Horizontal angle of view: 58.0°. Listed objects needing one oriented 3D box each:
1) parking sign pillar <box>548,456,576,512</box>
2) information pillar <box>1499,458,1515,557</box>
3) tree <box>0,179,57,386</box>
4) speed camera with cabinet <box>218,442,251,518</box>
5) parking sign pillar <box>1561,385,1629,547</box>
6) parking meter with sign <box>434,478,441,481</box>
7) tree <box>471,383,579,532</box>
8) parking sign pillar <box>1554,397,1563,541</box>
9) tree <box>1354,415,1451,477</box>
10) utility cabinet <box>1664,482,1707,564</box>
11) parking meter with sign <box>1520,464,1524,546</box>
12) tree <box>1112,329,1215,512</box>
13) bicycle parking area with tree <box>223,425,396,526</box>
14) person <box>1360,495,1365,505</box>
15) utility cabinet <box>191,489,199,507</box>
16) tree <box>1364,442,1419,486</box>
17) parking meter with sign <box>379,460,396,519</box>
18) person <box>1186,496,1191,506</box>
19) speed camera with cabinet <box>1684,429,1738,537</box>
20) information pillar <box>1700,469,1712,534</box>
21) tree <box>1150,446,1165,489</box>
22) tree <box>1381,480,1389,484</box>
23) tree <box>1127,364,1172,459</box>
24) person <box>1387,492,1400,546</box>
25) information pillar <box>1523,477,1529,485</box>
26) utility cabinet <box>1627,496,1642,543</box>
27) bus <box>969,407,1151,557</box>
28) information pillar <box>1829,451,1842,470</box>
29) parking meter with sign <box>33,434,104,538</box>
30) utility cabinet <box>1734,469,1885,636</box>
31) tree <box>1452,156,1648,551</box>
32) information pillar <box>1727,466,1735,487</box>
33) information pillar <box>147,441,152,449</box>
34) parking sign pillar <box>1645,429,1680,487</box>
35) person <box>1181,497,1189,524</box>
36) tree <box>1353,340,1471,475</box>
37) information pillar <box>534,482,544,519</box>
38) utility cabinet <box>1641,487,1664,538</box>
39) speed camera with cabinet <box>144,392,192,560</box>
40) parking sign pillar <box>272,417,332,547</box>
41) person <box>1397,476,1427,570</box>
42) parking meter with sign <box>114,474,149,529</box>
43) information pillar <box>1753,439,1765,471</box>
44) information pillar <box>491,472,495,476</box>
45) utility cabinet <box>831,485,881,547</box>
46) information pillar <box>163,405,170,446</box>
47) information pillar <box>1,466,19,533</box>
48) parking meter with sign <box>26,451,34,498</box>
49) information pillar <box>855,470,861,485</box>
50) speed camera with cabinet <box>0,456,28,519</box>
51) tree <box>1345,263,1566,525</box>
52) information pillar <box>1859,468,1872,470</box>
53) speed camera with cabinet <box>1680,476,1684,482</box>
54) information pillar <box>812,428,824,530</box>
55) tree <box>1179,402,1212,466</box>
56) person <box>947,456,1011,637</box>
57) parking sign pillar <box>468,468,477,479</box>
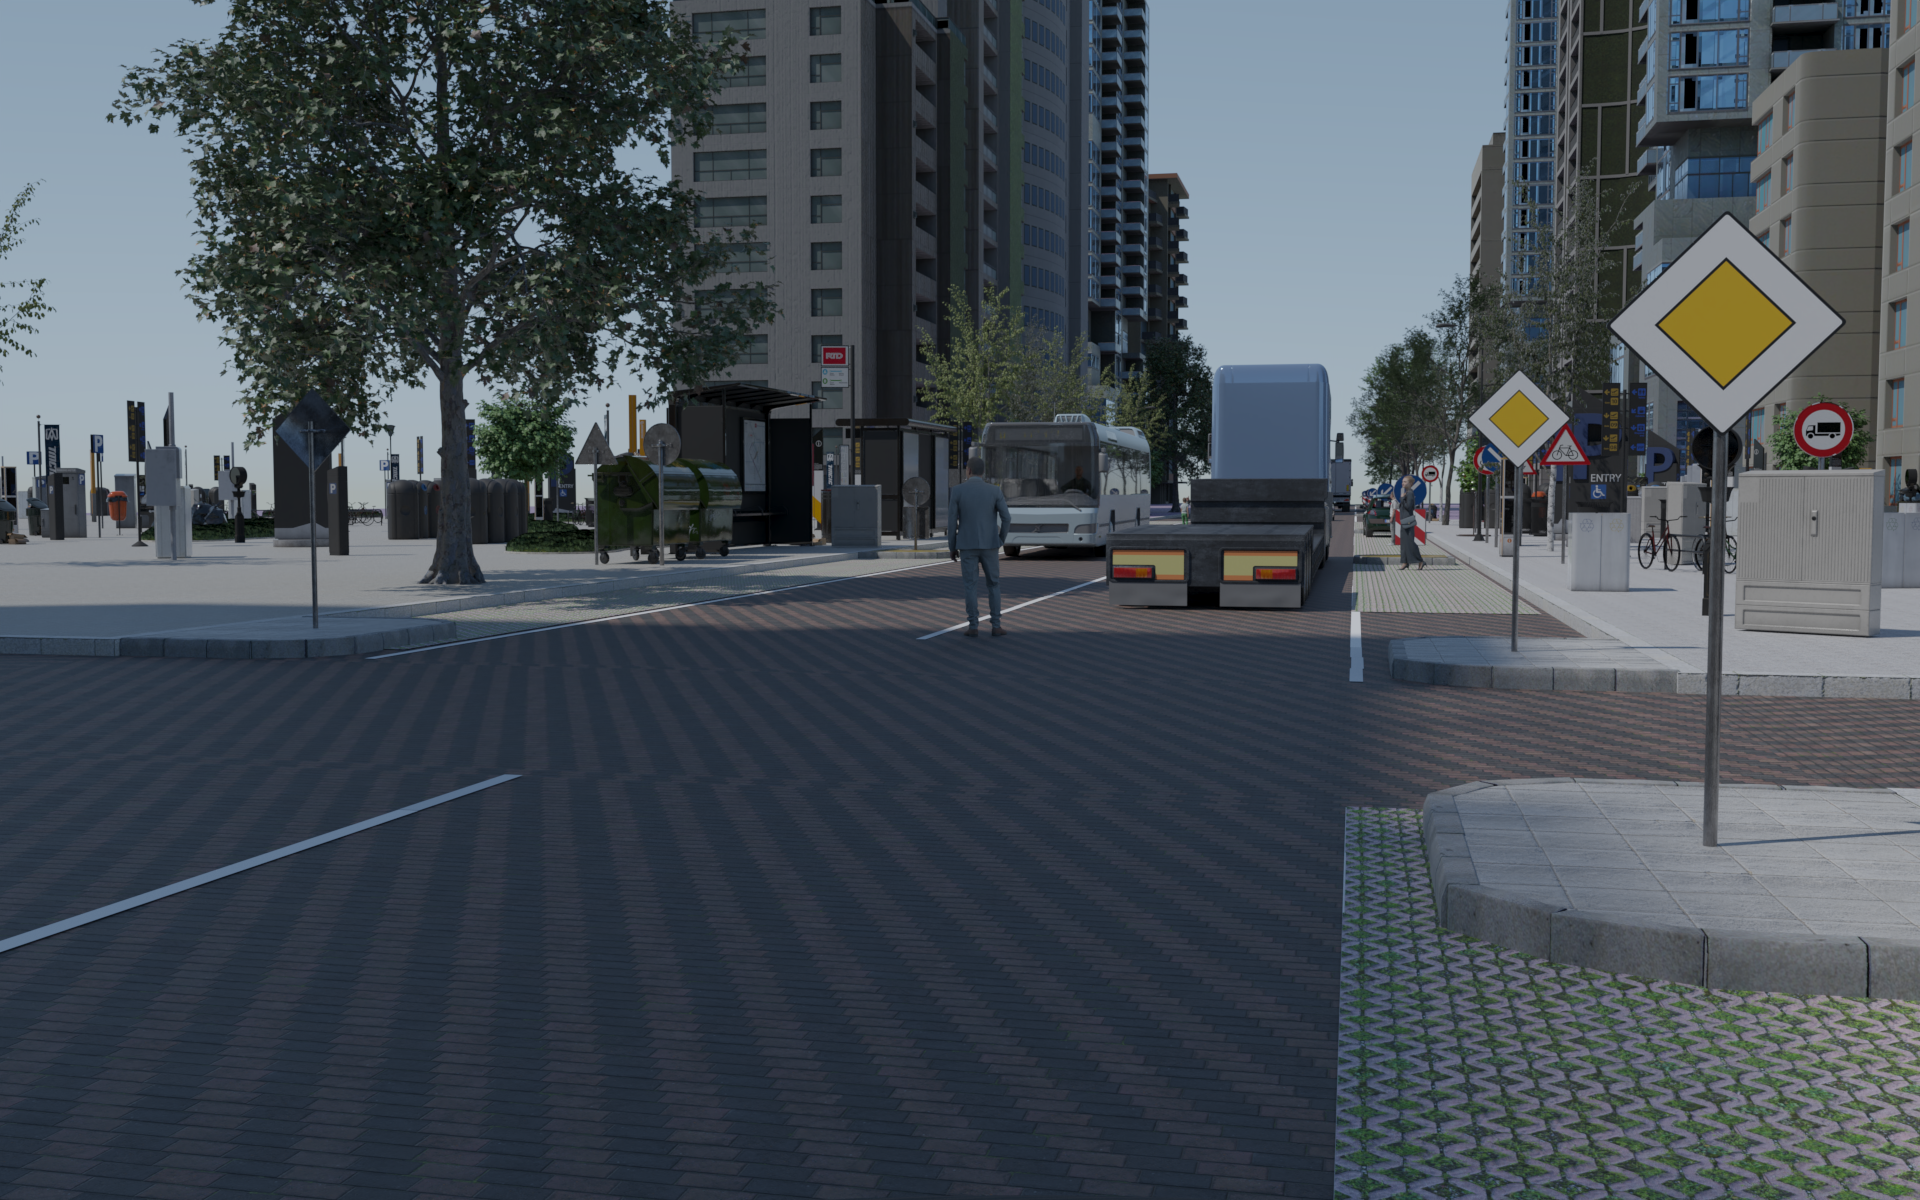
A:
[{"bbox_3d":[-19.485,-5.889,84.764,1.447,3.967,1.447,-2,4,-27],"label":"parking sign pillar"},{"bbox_3d":[11.171,-1.882,35.255,0.304,2.012,0.304,0,4,7],"label":"information pillar"},{"bbox_3d":[-18.670,-4.922,30.833,4.737,8.622,4.395,0,3,0],"label":"tree"},{"bbox_3d":[-27.881,-4.417,66.551,0.660,3.252,2.038,0,4,-5],"label":"speed camera with cabinet"},{"bbox_3d":[15.415,-3.260,41.771,1.447,3.967,1.447,1,4,22],"label":"parking sign pillar"},{"bbox_3d":[-24.730,-5.287,82.708,1.738,3.016,0.543,2,4,29],"label":"parking meter with sign"},{"bbox_3d":[-12.578,-4.051,49.948,4.285,4.588,4.351,0,3,0],"label":"tree"},{"bbox_3d":[17.076,-3.633,47.874,1.447,3.967,1.447,2,4,30],"label":"parking sign pillar"},{"bbox_3d":[44.357,-16.058,172.925,12.009,13.543,11.850,0,3,0],"label":"tree"},{"bbox_3d":[13.241,-1.399,31.551,0.318,1.500,1.173,3,5,42],"label":"utility cabinet"},{"bbox_3d":[13.779,-2.867,43.144,0.543,3.016,1.738,1,4,19],"label":"parking meter with sign"},{"bbox_3d":[15.029,-12.485,121.137,9.611,12.733,9.660,0,3,0],"label":"tree"},{"bbox_3d":[-25.909,-5.267,73.112,9.016,4.147,8.231,-3,5,-45],"label":"bicycle parking area with tree"},{"bbox_3d":[50.459,-12.672,216.422,1.217,1.736,0.721,-1,4,-23],"label":"person"},{"bbox_3d":[-36.776,-4.516,82.522,1.173,1.500,0.318,2,4,28],"label":"utility cabinet"},{"bbox_3d":[56.653,-18.843,226.203,7.486,12.596,7.792,0,3,0],"label":"tree"},{"bbox_3d":[-29.238,-5.693,89.349,0.543,3.016,1.738,1,4,10],"label":"parking meter with sign"},{"bbox_3d":[5.615,-1.995,41.298,0.466,1.800,0.511,0,4,0],"label":"person"},{"bbox_3d":[23.238,-3.567,52.651,2.038,3.252,0.660,2,4,32],"label":"speed camera with cabinet"},{"bbox_3d":[16.199,-2.013,37.400,0.304,2.012,0.304,-2,4,-26],"label":"information pillar"},{"bbox_3d":[11.028,-7.458,105.658,4.285,4.588,4.351,0,3,0],"label":"tree"},{"bbox_3d":[52.629,-13.491,215.171,1.663,3.219,1.824,0,3,0],"label":"tree"},{"bbox_3d":[9.739,-9.077,98.766,4.737,8.622,4.395,0,3,0],"label":"tree"},{"bbox_3d":[12.053,-2.261,48.059,0.523,1.515,0.503,0,4,-7],"label":"person"},{"bbox_3d":[24.575,-4.344,75.518,0.304,2.012,0.304,2,4,35],"label":"information pillar"},{"bbox_3d":[17.440,-2.116,45.766,1.020,1.237,0.306,1,4,12],"label":"utility cabinet"},{"bbox_3d":[2.794,-2.914,42.503,2.948,3.499,13.247,1,4,11],"label":"bus"},{"bbox_3d":[26.722,-3.763,52.872,0.504,3.616,0.183,-2,4,-28],"label":"information pillar"},{"bbox_3d":[-26.039,-3.332,50.733,1.738,3.016,0.543,0,4,4],"label":"parking meter with sign"},{"bbox_3d":[7.767,-0.440,15.869,0.318,1.500,1.173,-3,5,-44],"label":"utility cabinet"},{"bbox_3d":[13.277,-5.406,38.743,4.360,8.622,3.978,0,3,0],"label":"tree"},{"bbox_3d":[36.906,-5.599,82.903,0.183,3.616,0.504,0,4,-4],"label":"information pillar"},{"bbox_3d":[-35.527,-5.178,76.012,0.183,3.616,0.504,-3,5,-40],"label":"information pillar"},{"bbox_3d":[29.027,-5.084,71.596,1.447,3.967,1.447,3,5,42],"label":"parking sign pillar"},{"bbox_3d":[8.760,-3.347,67.471,0.306,1.304,0.590,0,4,6],"label":"person"},{"bbox_3d":[30.310,-11.648,116.203,9.928,11.665,9.643,0,3,0],"label":"tree"},{"bbox_3d":[-14.994,-3.497,61.675,0.304,2.012,0.304,-1,4,-16],"label":"information pillar"},{"bbox_3d":[20.474,-2.552,50.397,1.173,1.500,0.318,0,4,5],"label":"utility cabinet"},{"bbox_3d":[-15.691,-2.445,34.310,0.660,3.252,2.038,-1,4,-17],"label":"speed camera with cabinet"},{"bbox_3d":[-16.005,-3.285,42.179,1.447,3.967,1.447,-1,4,-10],"label":"parking sign pillar"},{"bbox_3d":[8.413,-1.433,32.352,0.534,1.772,0.576,-1,4,-10],"label":"person"},{"bbox_3d":[-31.126,-4.181,64.615,1.738,3.016,0.543,-1,4,-15],"label":"parking meter with sign"},{"bbox_3d":[33.618,-4.992,72.973,0.183,3.616,0.504,-2,4,-26],"label":"information pillar"},{"bbox_3d":[-25.777,-6.415,96.237,0.504,3.616,0.183,-1,4,-20],"label":"information pillar"},{"bbox_3d":[-2.502,-2.021,41.729,1.173,1.500,0.318,1,4,15],"label":"utility cabinet"},{"bbox_3d":[-20.500,-3.276,44.910,0.183,3.616,0.504,0,4,-6],"label":"information pillar"},{"bbox_3d":[-25.298,-2.545,46.105,0.304,2.012,0.304,3,5,43],"label":"information pillar"},{"bbox_3d":[-37.178,-4.505,69.915,0.543,3.016,1.738,-3,4,-38],"label":"parking meter with sign"},{"bbox_3d":[-4.311,-5.048,73.884,0.504,3.616,0.183,1,4,11],"label":"information pillar"},{"bbox_3d":[-49.117,-5.874,90.381,2.038,3.252,0.660,0,4,-5],"label":"speed camera with cabinet"},{"bbox_3d":[20.119,-8.322,70.479,8.767,10.594,7.601,-3,4,-38],"label":"tree"},{"bbox_3d":[25.837,-2.750,49.455,0.304,2.012,0.304,2,4,32],"label":"information pillar"},{"bbox_3d":[29.483,-4.565,68.969,0.660,3.252,2.038,-2,4,-25],"label":"speed camera with cabinet"},{"bbox_3d":[-5.061,-4.283,61.375,0.504,3.616,0.183,1,4,10],"label":"information pillar"},{"bbox_3d":[24.064,-14.532,163.361,9.928,11.665,9.643,0,3,0],"label":"tree"},{"bbox_3d":[0.192,-0.544,17.488,0.635,1.810,0.391,-1,4,-10],"label":"person"},{"bbox_3d":[-25.074,-6.052,87.419,1.447,3.967,1.447,0,4,-7],"label":"parking sign pillar"}]
